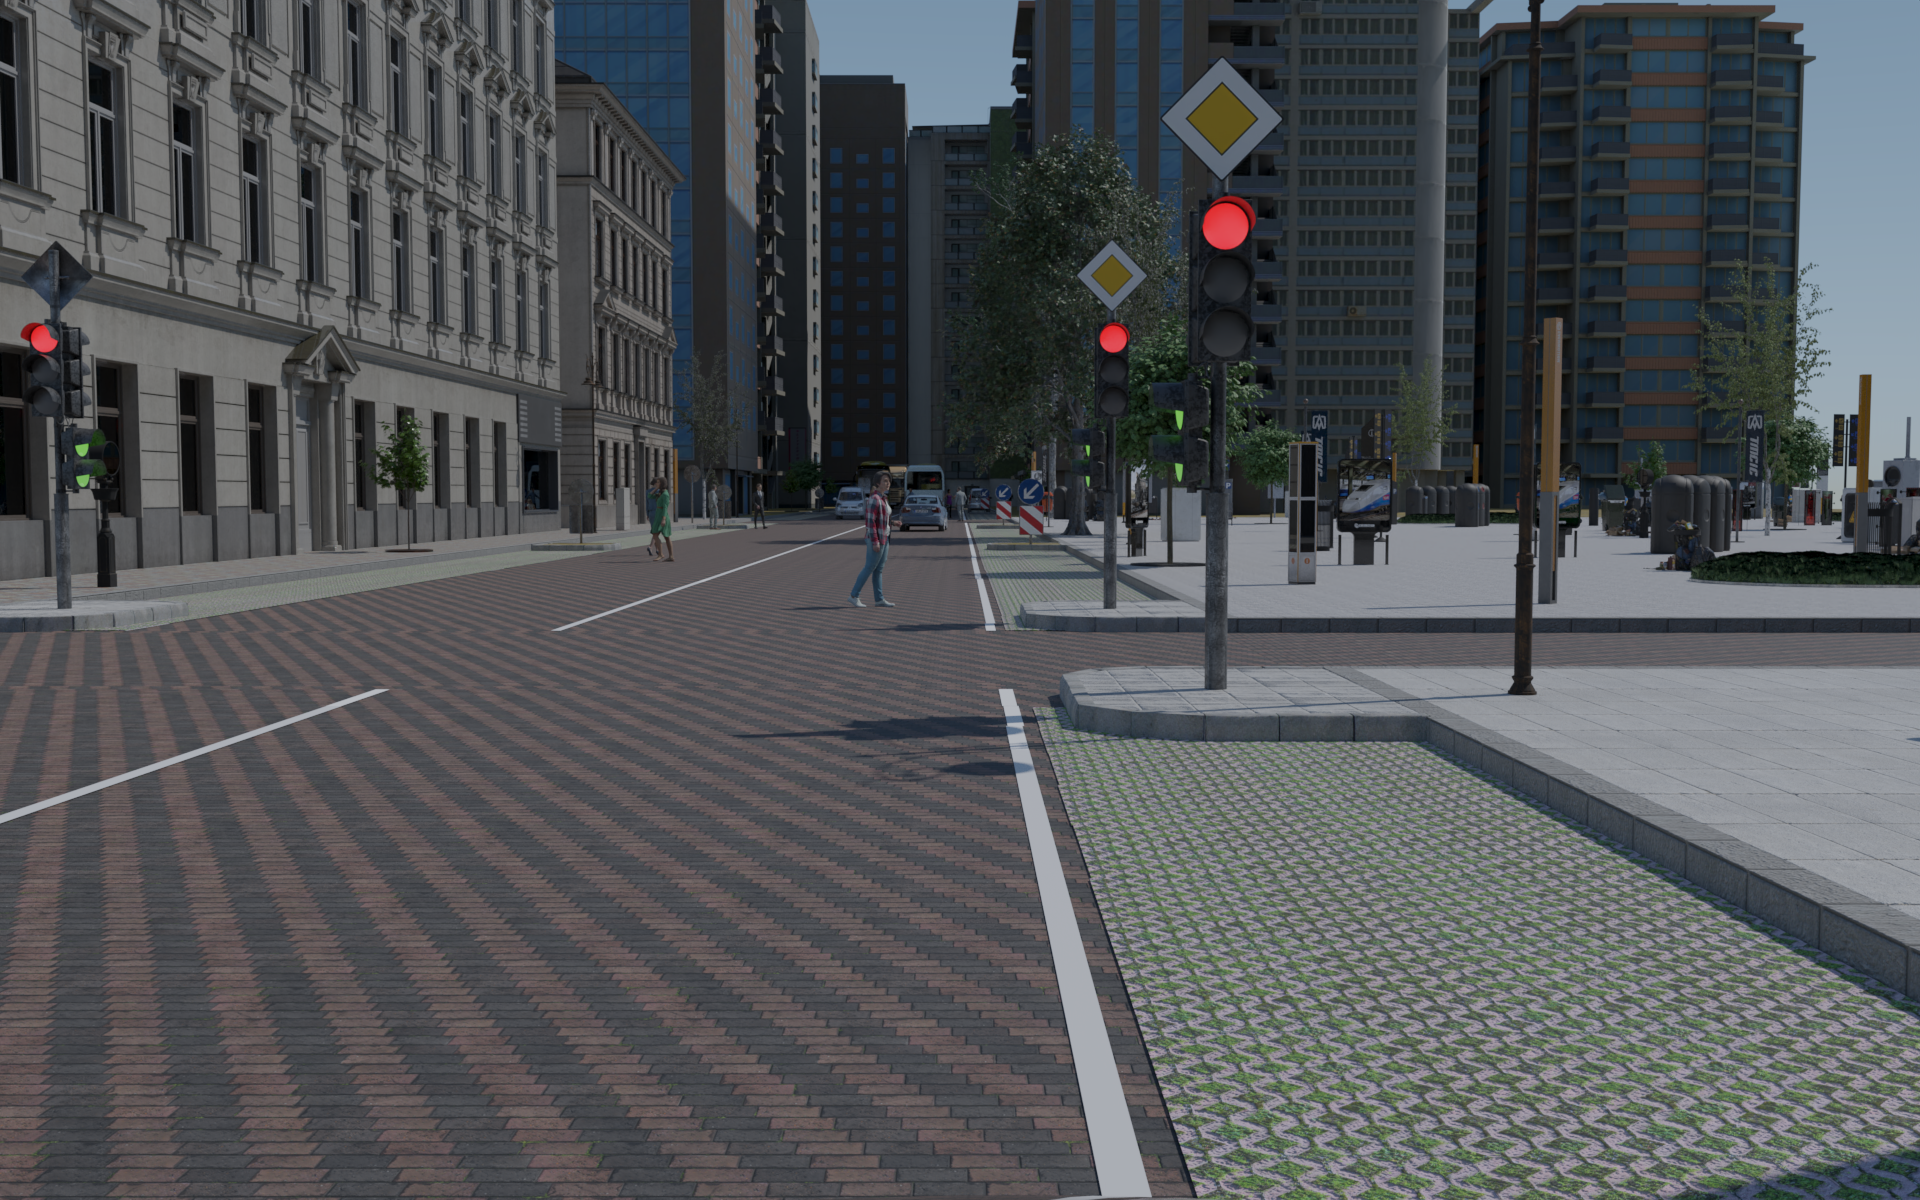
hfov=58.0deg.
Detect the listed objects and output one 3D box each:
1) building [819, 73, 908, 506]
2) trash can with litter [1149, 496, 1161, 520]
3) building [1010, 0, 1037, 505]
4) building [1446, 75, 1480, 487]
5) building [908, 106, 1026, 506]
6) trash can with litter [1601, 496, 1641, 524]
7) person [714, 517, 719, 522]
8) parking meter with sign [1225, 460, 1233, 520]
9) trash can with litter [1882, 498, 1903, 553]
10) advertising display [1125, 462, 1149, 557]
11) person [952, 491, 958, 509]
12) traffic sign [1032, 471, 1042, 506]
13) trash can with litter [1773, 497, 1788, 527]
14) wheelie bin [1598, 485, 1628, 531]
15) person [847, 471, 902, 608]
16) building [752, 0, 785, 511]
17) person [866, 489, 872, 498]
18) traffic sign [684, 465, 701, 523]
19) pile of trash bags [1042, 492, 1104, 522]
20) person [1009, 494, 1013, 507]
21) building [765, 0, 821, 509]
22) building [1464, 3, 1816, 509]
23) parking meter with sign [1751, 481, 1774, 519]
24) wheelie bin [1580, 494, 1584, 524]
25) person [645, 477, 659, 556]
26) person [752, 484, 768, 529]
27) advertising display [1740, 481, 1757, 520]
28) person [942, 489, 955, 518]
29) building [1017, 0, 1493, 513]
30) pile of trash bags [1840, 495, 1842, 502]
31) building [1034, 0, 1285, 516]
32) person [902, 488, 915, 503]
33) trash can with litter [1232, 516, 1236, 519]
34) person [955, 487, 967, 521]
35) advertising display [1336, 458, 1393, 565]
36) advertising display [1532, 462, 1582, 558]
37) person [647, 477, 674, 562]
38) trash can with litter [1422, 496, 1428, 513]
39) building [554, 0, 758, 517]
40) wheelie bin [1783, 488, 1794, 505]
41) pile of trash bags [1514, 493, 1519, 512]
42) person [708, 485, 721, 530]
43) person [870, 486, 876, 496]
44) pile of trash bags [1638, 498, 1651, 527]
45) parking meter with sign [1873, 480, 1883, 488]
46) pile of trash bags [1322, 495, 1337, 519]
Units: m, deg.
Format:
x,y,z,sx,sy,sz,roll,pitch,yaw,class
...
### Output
x,y,z,sx,sy,sz,roll,pitch,yaw,class
-12.729,-32.750,185.581,14.200,45.320,14.600,0,3,0,building
9.684,-4.510,84.800,2.233,1.210,1.678,3,5,44,trash can with litter
15.715,-30.572,154.479,22.147,44.769,28.867,0,3,0,building
39.363,-29.260,161.997,14.086,41.232,14.154,0,3,0,building
1.413,-30.734,186.098,14.086,41.232,14.154,0,3,0,building
28.516,-3.844,73.912,2.233,1.210,1.678,1,4,12,trash can with litter
-10.513,-3.693,73.889,0.505,1.210,0.382,3,5,40,person
13.444,-5.571,87.345,0.543,3.016,1.738,0,4,-2,parking meter with sign
17.714,-1.346,33.068,1.678,1.210,2.233,0,4,1,trash can with litter
3.625,-1.849,35.441,0.123,1.923,0.974,2,4,28,advertising display
-0.230,-9.569,164.962,0.705,1.824,1.348,3,5,42,person
3.422,-4.514,75.934,0.606,2.300,0.079,1,4,9,traffic sign
32.287,-3.461,67.972,0.624,1.170,1.055,1,4,12,trash can with litter
22.711,-3.207,60.348,0.980,1.594,0.693,0,4,0,wheelie bin
-1.078,-0.772,21.957,0.643,1.720,0.563,1,4,11,person
-24.328,-28.660,123.217,22.147,44.769,28.867,0,3,0,building
-6.195,-6.707,118.696,0.750,1.759,0.617,-1,4,-16,person
-11.768,-4.645,76.058,0.768,2.556,0.104,0,4,7,traffic sign
5.505,-4.396,81.630,3.447,1.369,1.912,1,4,11,pile of trash bags
5.083,-10.284,176.267,0.705,1.869,1.348,3,4,37,person
-24.111,-32.690,158.182,21.600,48.544,21.300,0,3,0,building
61.032,-30.763,157.597,28.867,44.769,22.147,0,3,0,building
41.177,-5.708,89.583,1.738,3.016,0.543,3,4,39,parking meter with sign
26.623,-4.119,75.248,0.693,1.594,0.980,-1,4,-15,wheelie bin
-7.122,-1.944,40.307,0.581,1.822,0.654,3,4,38,person
-8.192,-3.838,71.020,0.659,1.850,0.755,-3,5,-39,person
39.054,-4.935,85.904,0.123,1.923,0.974,-2,4,-31,advertising display
-0.598,-5.715,102.616,1.217,1.739,0.721,-3,4,-38,person
20.602,-26.671,127.959,32.217,40.220,23.993,0,3,0,building
34.555,-3.402,65.370,1.912,1.369,3.447,3,4,36,pile of trash bags
11.902,-28.045,108.646,14.600,45.320,14.200,0,3,0,building
-2.996,-5.896,104.879,0.705,1.826,1.348,-3,5,-43,person
13.977,-4.874,90.754,1.678,1.210,2.233,3,4,38,trash can with litter
0.015,-5.037,90.952,0.635,1.810,0.391,-3,5,-42,person
7.322,-1.601,31.384,0.974,1.923,0.123,0,4,3,advertising display
12.049,-1.821,34.984,0.974,1.923,0.123,0,4,-7,advertising display
-6.267,-1.702,36.574,0.529,1.795,0.600,-2,4,-32,person
21.579,-4.213,79.942,1.678,1.210,2.233,1,4,19,trash can with litter
-19.699,-27.604,101.435,14.600,45.320,14.200,0,3,0,building
43.567,-5.073,90.848,0.693,1.594,0.980,0,4,7,wheelie bin
29.704,-4.925,90.268,1.912,1.369,3.447,2,4,35,pile of trash bags
-9.871,-3.713,69.307,0.391,1.810,0.635,-3,4,-36,person
-4.425,-4.904,88.661,0.573,1.828,0.580,-1,4,-22,person
27.687,-3.517,67.251,1.912,1.369,3.447,0,4,0,pile of trash bags
48.859,-5.850,91.905,1.738,3.016,0.543,2,4,33,parking meter with sign
19.082,-4.862,89.241,1.912,1.369,3.447,-3,5,-40,pile of trash bags
